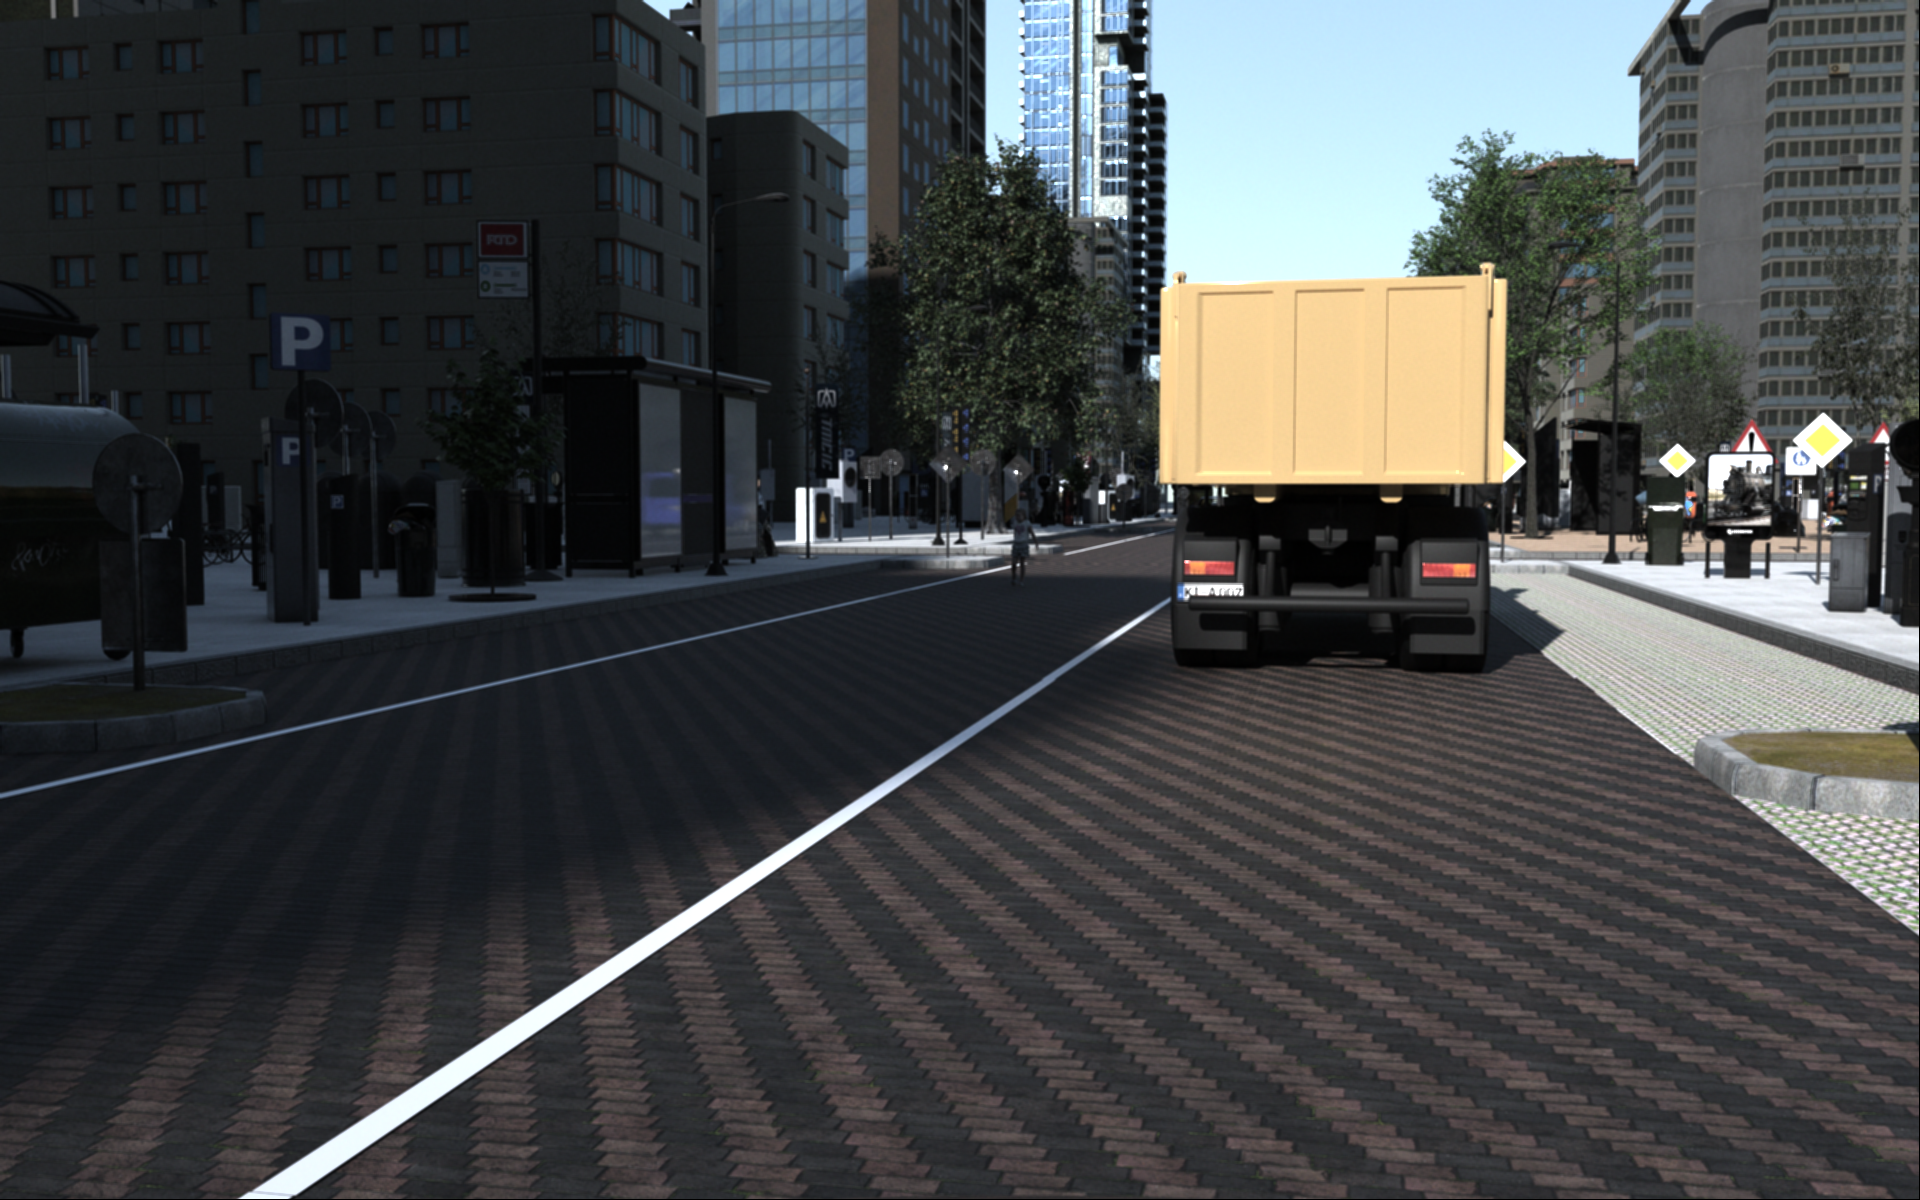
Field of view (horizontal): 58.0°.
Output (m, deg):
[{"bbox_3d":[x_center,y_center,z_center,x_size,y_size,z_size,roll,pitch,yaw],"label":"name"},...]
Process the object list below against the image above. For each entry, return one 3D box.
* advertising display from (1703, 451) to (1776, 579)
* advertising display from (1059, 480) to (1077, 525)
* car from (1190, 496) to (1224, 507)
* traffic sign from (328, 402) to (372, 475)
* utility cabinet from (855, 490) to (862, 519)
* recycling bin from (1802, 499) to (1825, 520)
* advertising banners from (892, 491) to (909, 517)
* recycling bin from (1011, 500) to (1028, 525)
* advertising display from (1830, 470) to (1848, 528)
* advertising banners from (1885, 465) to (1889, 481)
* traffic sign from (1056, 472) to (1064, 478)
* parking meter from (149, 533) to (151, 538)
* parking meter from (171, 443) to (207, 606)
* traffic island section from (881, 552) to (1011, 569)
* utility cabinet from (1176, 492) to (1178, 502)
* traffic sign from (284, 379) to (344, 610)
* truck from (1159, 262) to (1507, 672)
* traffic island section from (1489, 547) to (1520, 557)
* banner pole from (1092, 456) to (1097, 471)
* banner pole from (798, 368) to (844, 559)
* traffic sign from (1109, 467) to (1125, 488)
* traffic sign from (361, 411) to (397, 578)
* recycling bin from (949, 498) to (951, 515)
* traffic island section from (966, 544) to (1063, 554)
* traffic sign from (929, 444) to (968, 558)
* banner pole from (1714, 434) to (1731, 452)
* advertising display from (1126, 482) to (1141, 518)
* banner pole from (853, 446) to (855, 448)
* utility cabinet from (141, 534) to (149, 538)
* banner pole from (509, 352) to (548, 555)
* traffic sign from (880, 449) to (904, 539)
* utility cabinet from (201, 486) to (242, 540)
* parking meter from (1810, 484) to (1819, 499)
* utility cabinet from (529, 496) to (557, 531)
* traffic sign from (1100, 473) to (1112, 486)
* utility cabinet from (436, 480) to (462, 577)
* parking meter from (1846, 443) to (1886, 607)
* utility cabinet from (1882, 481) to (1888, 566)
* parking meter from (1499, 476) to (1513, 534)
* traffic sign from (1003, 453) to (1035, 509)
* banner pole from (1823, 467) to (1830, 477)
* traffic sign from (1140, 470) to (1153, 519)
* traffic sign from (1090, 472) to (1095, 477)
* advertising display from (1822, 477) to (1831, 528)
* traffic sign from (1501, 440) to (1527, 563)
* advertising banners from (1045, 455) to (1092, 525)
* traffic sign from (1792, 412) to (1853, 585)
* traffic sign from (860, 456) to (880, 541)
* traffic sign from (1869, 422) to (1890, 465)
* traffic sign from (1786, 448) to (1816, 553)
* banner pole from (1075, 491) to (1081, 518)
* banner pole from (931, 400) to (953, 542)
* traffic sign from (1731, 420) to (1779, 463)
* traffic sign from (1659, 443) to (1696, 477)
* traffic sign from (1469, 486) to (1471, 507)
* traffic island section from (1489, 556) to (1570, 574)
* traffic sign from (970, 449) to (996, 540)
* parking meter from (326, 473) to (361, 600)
[{"bbox_3d":[11.848,-1.293,26.357,0.974,1.923,0.123,1,4,14],"label":"advertising display"},{"bbox_3d":[4.524,-4.099,72.238,0.974,1.923,0.123,3,5,42],"label":"advertising display"},{"bbox_3d":[10.411,-3.565,70.861,1.945,1.354,3.894,1,4,10],"label":"car"},{"bbox_3d":[-8.479,-1.459,23.964,0.768,2.556,0.104,1,4,16],"label":"traffic sign"},{"bbox_3d":[-5.078,-4.793,87.039,0.318,1.500,1.173,0,4,-1],"label":"utility cabinet"},{"bbox_3d":[41.989,-4.455,85.397,0.722,1.027,0.722,0,4,-2],"label":"recycling bin"},{"bbox_3d":[-2.987,-6.292,99.068,2.074,3.025,0.090,-1,4,-17],"label":"advertising banners"},{"bbox_3d":[2.379,-3.655,72.313,0.722,1.027,0.722,-2,4,-29],"label":"recycling bin"},{"bbox_3d":[24.208,-2.570,47.226,0.974,1.923,0.123,-2,4,-25],"label":"advertising display"},{"bbox_3d":[36.910,-4.538,70.377,0.090,3.025,2.074,-3,5,-40],"label":"advertising banners"},{"bbox_3d":[4.571,-4.637,76.994,0.795,2.450,0.064,1,4,14],"label":"traffic sign"},{"bbox_3d":[-10.856,-1.052,22.909,0.255,1.863,0.399,-2,4,-26],"label":"parking meter"},{"bbox_3d":[-8.946,-0.876,20.041,0.255,1.863,0.399,-3,5,-39],"label":"parking meter"},{"bbox_3d":[-0.264,-0.760,34.714,2.009,0.180,2.903,1,4,12],"label":"traffic island section"},{"bbox_3d":[14.768,-6.485,114.712,1.173,1.500,0.318,-1,4,-15],"label":"utility cabinet"},{"bbox_3d":[-7.153,-1.165,19.154,0.768,2.556,0.104,1,4,17],"label":"traffic sign"},{"bbox_3d":[3.828,-1.332,17.710,3.469,3.379,9.791,1,4,13],"label":"truck"},{"bbox_3d":[11.859,-1.102,40.295,2.009,0.180,2.903,1,4,12],"label":"traffic island section"},{"bbox_3d":[8.881,-7.600,114.269,0.401,3.779,0.863,-1,4,-19],"label":"banner pole"},{"bbox_3d":[-2.800,-2.717,34.440,0.863,3.779,0.401,0,4,2],"label":"banner pole"},{"bbox_3d":[7.361,-4.961,81.223,0.768,2.556,0.104,1,4,15],"label":"traffic sign"},{"bbox_3d":[-8.942,-1.611,26.450,0.768,2.556,0.104,1,4,18],"label":"traffic sign"},{"bbox_3d":[-0.450,-5.843,108.085,0.722,1.027,0.722,0,4,4],"label":"recycling bin"},{"bbox_3d":[1.404,-1.238,42.524,2.009,0.180,2.903,1,4,12],"label":"traffic island section"},{"bbox_3d":[-0.239,-1.896,34.648,0.795,2.450,0.064,1,4,12],"label":"traffic sign"},{"bbox_3d":[31.766,-5.037,72.364,0.401,3.779,0.863,-3,5,-41],"label":"banner pole"},{"bbox_3d":[9.140,-5.308,92.000,0.974,1.923,0.123,1,4,16],"label":"advertising display"},{"bbox_3d":[-5.141,-5.449,79.111,0.863,3.779,0.401,1,4,22],"label":"banner pole"},{"bbox_3d":[-9.738,-0.547,20.099,0.306,1.237,1.020,0,4,-6],"label":"utility cabinet"},{"bbox_3d":[-7.568,-2.485,30.648,0.863,3.779,0.401,0,4,-1],"label":"banner pole"},{"bbox_3d":[-1.954,-2.985,48.907,0.768,2.556,0.104,1,4,19],"label":"traffic sign"},{"bbox_3d":[-20.325,-2.369,47.412,1.173,1.500,0.318,-1,4,-11],"label":"utility cabinet"},{"bbox_3d":[49.481,-5.786,100.308,0.255,1.863,0.399,-2,4,-33],"label":"parking meter"},{"bbox_3d":[-13.704,-2.808,57.067,0.306,1.237,1.020,2,4,35],"label":"utility cabinet"},{"bbox_3d":[8.811,-6.380,104.420,0.768,2.556,0.104,1,4,14],"label":"traffic sign"},{"bbox_3d":[-7.948,-1.118,26.951,0.318,1.500,1.173,-1,4,-11],"label":"utility cabinet"},{"bbox_3d":[10.288,-0.855,19.695,0.399,1.863,0.255,-3,4,-36],"label":"parking meter"},{"bbox_3d":[16.321,-1.335,30.510,1.173,1.500,0.318,-3,4,-36],"label":"utility cabinet"},{"bbox_3d":[17.528,-3.053,55.620,0.255,1.863,0.399,-2,4,-31],"label":"parking meter"},{"bbox_3d":[1.429,-2.374,42.457,0.795,2.450,0.064,1,4,12],"label":"traffic sign"},{"bbox_3d":[38.235,-5.287,76.466,0.863,3.779,0.401,-3,4,-38],"label":"banner pole"},{"bbox_3d":[9.719,-5.546,90.775,0.768,2.556,0.104,1,4,21],"label":"traffic sign"},{"bbox_3d":[7.394,-6.079,99.503,0.768,2.556,0.104,1,4,17],"label":"traffic sign"},{"bbox_3d":[33.183,-3.716,65.972,0.974,1.923,0.123,-2,4,-27],"label":"advertising display"},{"bbox_3d":[10.167,-1.760,32.413,0.795,2.450,0.064,1,4,12],"label":"traffic sign"},{"bbox_3d":[4.410,-4.573,70.949,2.074,3.025,0.090,1,4,15],"label":"advertising banners"},{"bbox_3d":[12.159,-1.425,24.477,0.795,2.450,0.064,1,4,13],"label":"traffic sign"},{"bbox_3d":[-2.440,-2.740,46.921,0.606,2.300,0.079,1,4,21],"label":"traffic sign"},{"bbox_3d":[16.686,-1.919,31.383,0.884,2.594,0.081,1,4,17],"label":"traffic sign"},{"bbox_3d":[18.387,-2.189,37.917,0.606,2.300,0.079,1,4,20],"label":"traffic sign"},{"bbox_3d":[6.588,-6.421,95.000,0.401,3.779,0.863,2,4,33],"label":"banner pole"},{"bbox_3d":[-0.443,-3.428,46.062,0.401,3.779,0.863,3,4,37],"label":"banner pole"},{"bbox_3d":[13.852,-1.858,30.374,0.884,2.594,0.081,1,4,18],"label":"traffic sign"},{"bbox_3d":[16.353,-2.346,39.539,0.795,2.450,0.064,1,4,17],"label":"traffic sign"},{"bbox_3d":[11.835,-2.237,40.223,0.795,2.450,0.064,1,4,12],"label":"traffic sign"},{"bbox_3d":[10.192,-0.624,32.485,2.009,0.180,2.903,1,4,12],"label":"traffic island section"},{"bbox_3d":[0.633,-2.970,48.660,0.768,2.556,0.104,1,4,14],"label":"traffic sign"},{"bbox_3d":[-7.543,-0.782,21.196,0.372,1.533,0.369,0,3,0],"label":"parking meter"}]
